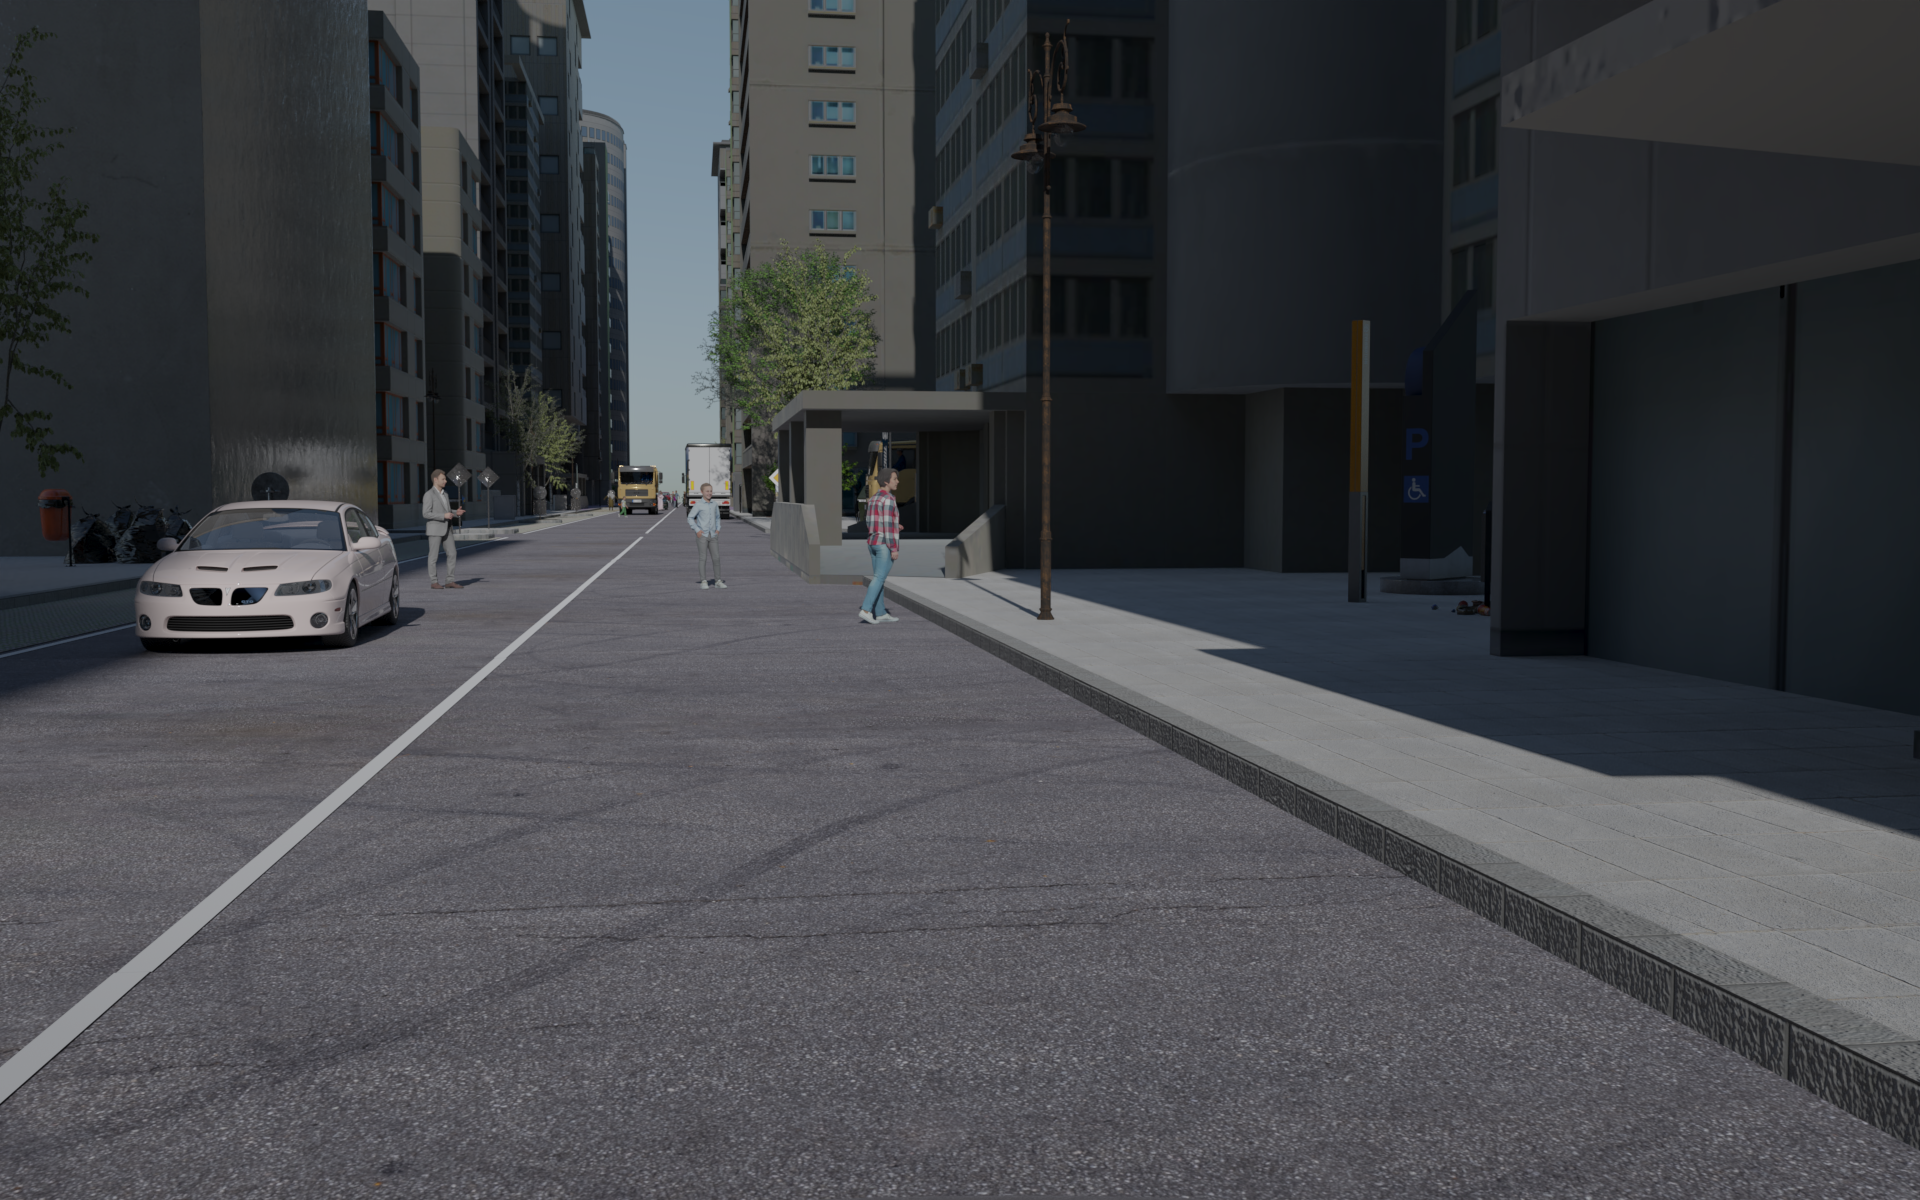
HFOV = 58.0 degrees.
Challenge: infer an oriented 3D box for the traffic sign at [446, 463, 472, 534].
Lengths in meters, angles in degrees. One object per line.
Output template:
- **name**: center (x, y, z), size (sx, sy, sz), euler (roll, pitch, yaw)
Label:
- **traffic sign**: center (-16.016, -3.167, 55.417), size (0.795, 2.450, 0.064), euler (-1, 4, -9)

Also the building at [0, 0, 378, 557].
- **building**: center (-33.815, -14.535, 42.156), size (34.151, 26.468, 19.350), euler (-1, 4, -9)

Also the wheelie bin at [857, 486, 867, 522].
- **wheelie bin**: center (-3.580, -3.660, 67.744), size (0.693, 1.594, 0.980), euler (-3, 5, -41)

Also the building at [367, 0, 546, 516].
- **building**: center (-36.700, -40.838, 105.949), size (20.563, 71.187, 20.611), euler (-1, 4, -9)

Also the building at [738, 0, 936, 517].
- **building**: center (-2.710, -29.600, 107.663), size (21.300, 48.544, 21.600), euler (-1, 4, -9)

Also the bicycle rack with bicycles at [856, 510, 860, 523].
- **bicycle rack with bicycles**: center (-3.188, -3.591, 72.103), size (2.925, 0.926, 2.852), euler (-3, 5, -44)

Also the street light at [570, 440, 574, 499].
- **street light**: center (-31.048, -10.155, 138.819), size (0.468, 5.910, 1.993), euler (-1, 4, -9)

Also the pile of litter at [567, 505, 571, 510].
- **pile of litter**: center (-31.468, -7.533, 137.127), size (1.719, 0.858, 1.176), euler (-1, 4, -16)

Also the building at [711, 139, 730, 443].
- **building**: center (-21.693, -40.675, 254.275), size (28.713, 52.752, 27.495), euler (-1, 4, -9)

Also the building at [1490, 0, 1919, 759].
- **building**: center (17.040, -25.234, 1.822), size (28.713, 52.752, 27.495), euler (-1, 4, -9)

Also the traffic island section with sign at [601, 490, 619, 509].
- **traffic island section with sign**: center (-32.506, -9.374, 161.886), size (1.989, 1.847, 2.006), euler (-1, 4, -9)

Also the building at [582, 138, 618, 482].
- **building**: center (-58.568, -37.477, 232.363), size (23.786, 49.044, 30.456), euler (-1, 4, -9)

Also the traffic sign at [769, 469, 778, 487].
- **traffic sign**: center (-6.763, -3.747, 64.901), size (0.795, 2.450, 0.064), euler (-1, 4, -9)

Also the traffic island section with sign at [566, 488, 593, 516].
- **traffic island section with sign**: center (-24.828, -6.336, 112.220), size (1.989, 1.847, 2.006), euler (-1, 4, -9)

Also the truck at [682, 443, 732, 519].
- **truck**: center (-14.774, -6.866, 101.174), size (2.839, 4.237, 11.283), euler (-1, 4, -10)

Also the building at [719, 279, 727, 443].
- **building**: center (-25.242, -28.227, 233.211), size (14.160, 30.474, 14.107), euler (-1, 4, -9)

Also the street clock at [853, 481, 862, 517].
- **street clock**: center (-5.634, -5.522, 94.858), size (0.471, 2.002, 0.358), euler (-3, 5, -43)

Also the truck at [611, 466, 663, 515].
- **truck**: center (-22.332, -7.610, 120.352), size (3.469, 3.379, 9.791), euler (-1, 4, -9)

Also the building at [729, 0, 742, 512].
- **building**: center (-10.505, -27.473, 132.786), size (14.154, 41.232, 14.086), euler (-1, 4, -9)

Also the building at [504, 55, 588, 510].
- **building**: center (-48.497, -27.787, 146.194), size (32.217, 40.220, 23.993), euler (-1, 4, -9)

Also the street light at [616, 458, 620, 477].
- **street light**: center (-43.764, -15.212, 221.506), size (0.468, 5.910, 1.993), euler (-1, 4, -9)

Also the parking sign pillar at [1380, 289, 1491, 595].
- **parking sign pillar**: center (6.230, -2.083, 22.526), size (1.447, 3.967, 1.447), euler (3, 5, 40)

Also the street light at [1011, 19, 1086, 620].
- **street light**: center (0.875, -2.736, 17.527), size (0.468, 5.910, 1.993), euler (-1, 4, -9)

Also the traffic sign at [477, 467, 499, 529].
- **traffic sign**: center (-17.236, -3.649, 63.309), size (0.795, 2.450, 0.064), euler (-1, 4, -9)

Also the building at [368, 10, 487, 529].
- **building**: center (-36.456, -14.030, 74.422), size (27.650, 21.520, 28.899), euler (-1, 4, -9)

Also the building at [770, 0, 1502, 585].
- **building**: center (12.467, -21.021, 35.580), size (32.217, 40.220, 23.993), euler (-1, 4, -9)

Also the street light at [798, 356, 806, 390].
- **street light**: center (-5.040, -5.130, 56.663), size (0.468, 5.910, 1.993), euler (-1, 4, -9)

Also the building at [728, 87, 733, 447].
- **building**: center (-9.864, -30.846, 158.959), size (22.147, 44.769, 28.867), euler (-1, 4, -9)

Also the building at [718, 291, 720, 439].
- **building**: center (-28.058, -40.554, 282.671), size (23.786, 49.044, 30.456), euler (-1, 4, -9)

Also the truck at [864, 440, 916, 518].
- **truck**: center (0.638, -4.074, 62.527), size (9.791, 3.379, 3.469), euler (0, 4, -7)

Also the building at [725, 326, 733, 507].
- **building**: center (-11.367, -21.013, 188.608), size (27.650, 21.520, 28.899), euler (-1, 4, -9)

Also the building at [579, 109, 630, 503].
- **building**: center (-61.319, -44.027, 261.839), size (21.231, 58.520, 28.212), euler (-1, 4, -9)

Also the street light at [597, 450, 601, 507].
- **street light**: center (-37.096, -12.569, 178.291), size (0.468, 5.910, 1.993), euler (-1, 4, -9)

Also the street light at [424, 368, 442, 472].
- **street light**: center (-19.307, -5.554, 63.595), size (0.468, 5.910, 1.993), euler (-1, 4, -9)

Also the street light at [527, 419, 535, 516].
- **street light**: center (-25.540, -7.985, 103.347), size (0.468, 5.910, 1.993), euler (-1, 4, -9)

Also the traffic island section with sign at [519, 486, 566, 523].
- **traffic island section with sign**: center (-20.680, -4.698, 85.436), size (1.989, 1.847, 2.006), euler (-1, 4, -9)

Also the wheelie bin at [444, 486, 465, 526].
- **wheelie bin**: center (-20.267, -3.742, 69.097), size (0.980, 1.594, 0.693), euler (-2, 4, -25)

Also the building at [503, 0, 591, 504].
- **building**: center (-51.684, -35.655, 172.198), size (28.713, 52.752, 27.495), euler (-1, 4, -9)

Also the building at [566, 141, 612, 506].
- **building**: center (-46.840, -31.257, 194.639), size (14.154, 41.232, 14.086), euler (-1, 4, -9)
